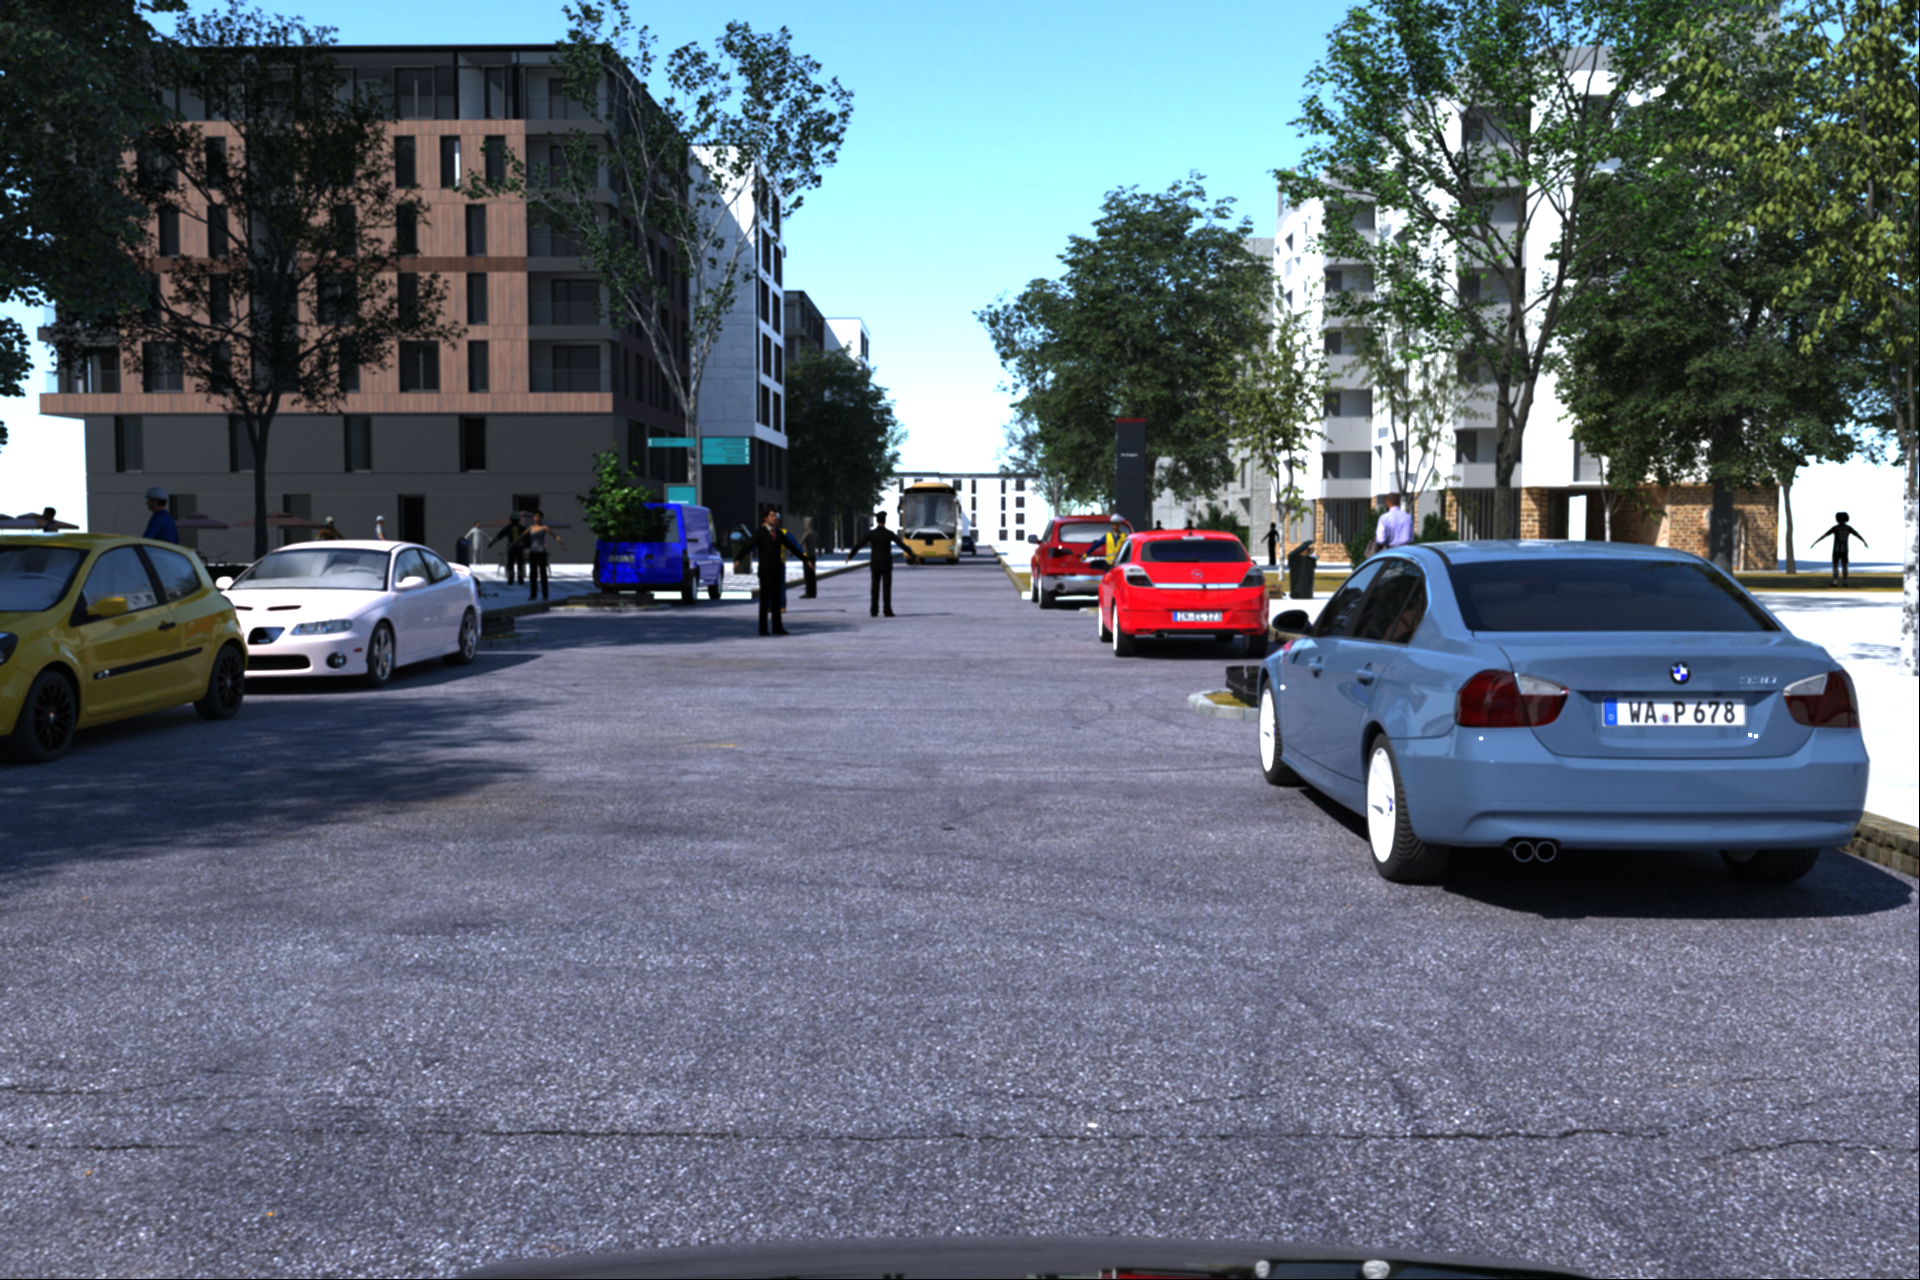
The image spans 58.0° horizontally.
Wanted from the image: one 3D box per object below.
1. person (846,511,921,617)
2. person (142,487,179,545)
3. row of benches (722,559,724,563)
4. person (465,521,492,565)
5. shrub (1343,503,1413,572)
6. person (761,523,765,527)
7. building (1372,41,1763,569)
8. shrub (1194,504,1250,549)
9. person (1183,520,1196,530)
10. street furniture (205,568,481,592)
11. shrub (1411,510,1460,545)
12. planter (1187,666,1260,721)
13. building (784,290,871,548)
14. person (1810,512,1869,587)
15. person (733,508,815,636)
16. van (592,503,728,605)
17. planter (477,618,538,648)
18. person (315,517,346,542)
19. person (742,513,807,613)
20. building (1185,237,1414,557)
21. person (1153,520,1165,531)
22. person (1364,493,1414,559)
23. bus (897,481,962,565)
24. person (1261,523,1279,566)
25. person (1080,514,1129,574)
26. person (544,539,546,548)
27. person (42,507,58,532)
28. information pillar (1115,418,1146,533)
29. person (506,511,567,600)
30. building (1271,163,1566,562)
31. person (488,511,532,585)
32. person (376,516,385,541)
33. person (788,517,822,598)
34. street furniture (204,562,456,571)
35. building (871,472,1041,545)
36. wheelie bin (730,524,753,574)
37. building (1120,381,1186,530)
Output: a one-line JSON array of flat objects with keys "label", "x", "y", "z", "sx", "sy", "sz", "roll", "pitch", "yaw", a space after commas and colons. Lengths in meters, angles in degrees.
[{"label": "person", "x": -1.354, "y": -1.321, "z": 29.990, "sx": 1.347, "sy": 1.837, "sz": 0.705, "roll": 1, "pitch": 4, "yaw": 12}, {"label": "person", "x": -9.635, "y": -0.911, "z": 20.782, "sx": 0.705, "sy": 1.842, "sz": 1.347, "roll": 0, "pitch": 4, "yaw": -3}, {"label": "row of benches", "x": -8.498, "y": -2.139, "z": 50.431, "sx": 1.422, "sy": 0.672, "sz": 4.104, "roll": 2, "pitch": 4, "yaw": 34}, {"label": "person", "x": -19.707, "y": -3.952, "z": 70.808, "sx": 1.347, "sy": 1.806, "sz": 0.705, "roll": -3, "pitch": 5, "yaw": -39}, {"label": "shrub", "x": 10.091, "y": -2.278, "z": 41.661, "sx": 1.690, "sy": 2.028, "sz": 1.600, "roll": 0, "pitch": 3, "yaw": 0}, {"label": "person", "x": -8.771, "y": -4.352, "z": 77.427, "sx": 0.705, "sy": 1.796, "sz": 1.348, "roll": 0, "pitch": 4, "yaw": 2}, {"label": "building", "x": 22.878, "y": -13.247, "z": 73.002, "sx": 16.016, "sy": 20.090, "sz": 11.380, "roll": 0, "pitch": 4, "yaw": 1}, {"label": "shrub", "x": 6.113, "y": -2.249, "z": 41.192, "sx": 1.690, "sy": 2.028, "sz": 1.600, "roll": 0, "pitch": 3, "yaw": 0}, {"label": "person", "x": 8.235, "y": -3.415, "z": 62.062, "sx": 1.346, "sy": 1.802, "sz": 0.704, "roll": 1, "pitch": 4, "yaw": 14}, {"label": "street furniture", "x": -16.079, "y": -1.407, "z": 38.639, "sx": 10.072, "sy": 0.657, "sz": 5.734, "roll": 0, "pitch": 4, "yaw": -5}, {"label": "shrub", "x": 14.623, "y": -2.998, "z": 53.438, "sx": 1.690, "sy": 2.028, "sz": 1.600, "roll": 0, "pitch": 3, "yaw": 0}, {"label": "planter", "x": 2.898, "y": 0.428, "z": 14.144, "sx": 1.991, "sy": 0.319, "sz": 1.994, "roll": 0, "pitch": 4, "yaw": 0}, {"label": "building", "x": -23.362, "y": -19.440, "z": 161.826, "sx": 27.936, "sy": 21.610, "sz": 32.646, "roll": 0, "pitch": 4, "yaw": 1}, {"label": "person", "x": 21.417, "y": -2.201, "z": 42.136, "sx": 1.345, "sy": 1.843, "sz": 0.704, "roll": 1, "pitch": 4, "yaw": 8}, {"label": "person", "x": -2.673, "y": -0.975, "z": 24.578, "sx": 1.347, "sy": 1.806, "sz": 0.705, "roll": -3, "pitch": 5, "yaw": -39}, {"label": "van", "x": -6.258, "y": -1.974, "z": 36.662, "sx": 2.240, "sy": 2.365, "sz": 5.245, "roll": 0, "pitch": 4, "yaw": 1}, {"label": "planter", "x": -6.664, "y": -0.098, "z": 22.745, "sx": 1.991, "sy": 0.319, "sz": 1.994, "roll": 0, "pitch": 4, "yaw": 1}, {"label": "person", "x": -21.056, "y": -3.191, "z": 57.945, "sx": 0.705, "sy": 1.858, "sz": 1.354, "roll": 2, "pitch": 4, "yaw": 33}, {"label": "person", "x": -3.361, "y": -1.411, "z": 31.489, "sx": 1.349, "sy": 1.833, "sz": 0.705, "roll": 1, "pitch": 4, "yaw": 14}, {"label": "building", "x": 24.792, "y": -15.009, "z": 111.857, "sx": 16.747, "sy": 18.905, "sz": 31.486, "roll": 0, "pitch": 4, "yaw": 1}, {"label": "person", "x": 7.645, "y": -3.712, "z": 66.836, "sx": 1.346, "sy": 1.812, "sz": 0.704, "roll": -1, "pitch": 4, "yaw": -10}, {"label": "person", "x": 5.809, "y": -1.074, "z": 23.467, "sx": 0.709, "sy": 1.838, "sz": 0.599, "roll": -1, "pitch": 4, "yaw": -18}, {"label": "bus", "x": -1.274, "y": -5.651, "z": 83.936, "sx": 2.896, "sy": 3.916, "sz": 12.252, "roll": 0, "pitch": 4, "yaw": 1}, {"label": "person", "x": 12.572, "y": -3.876, "z": 70.086, "sx": 1.216, "sy": 1.740, "sz": 0.721, "roll": -3, "pitch": 5, "yaw": -45}, {"label": "person", "x": 2.637, "y": -1.249, "z": 29.335, "sx": 1.216, "sy": 1.772, "sz": 0.721, "roll": 0, "pitch": 4, "yaw": 7}, {"label": "person", "x": -15.944, "y": -3.496, "z": 66.418, "sx": 0.599, "sy": 1.433, "sz": 0.991, "roll": -1, "pitch": 4, "yaw": -15}, {"label": "person", "x": -17.822, "y": -1.696, "z": 33.892, "sx": 0.704, "sy": 1.807, "sz": 1.345, "roll": -2, "pitch": 4, "yaw": -31}, {"label": "information pillar", "x": 3.838, "y": -3.039, "z": 39.060, "sx": 0.750, "sy": 3.857, "sz": 0.750, "roll": 0, "pitch": 4, "yaw": 0}, {"label": "person", "x": -8.174, "y": -1.630, "z": 33.467, "sx": 1.217, "sy": 1.737, "sz": 0.721, "roll": 0, "pitch": 4, "yaw": 5}, {"label": "building", "x": 21.700, "y": -14.317, "z": 90.508, "sx": 16.016, "sy": 20.090, "sz": 11.380, "roll": 0, "pitch": 4, "yaw": 1}, {"label": "person", "x": -11.221, "y": -2.320, "z": 43.709, "sx": 1.354, "sy": 1.856, "sz": 0.705, "roll": -1, "pitch": 4, "yaw": -15}, {"label": "person", "x": -18.239, "y": -2.984, "z": 54.638, "sx": 0.705, "sy": 1.847, "sz": 1.347, "roll": -2, "pitch": 4, "yaw": -23}, {"label": "person", "x": -3.387, "y": -1.839, "z": 38.649, "sx": 0.705, "sy": 1.813, "sz": 1.348, "roll": 2, "pitch": 4, "yaw": 25}, {"label": "street furniture", "x": -18.672, "y": -1.856, "z": 45.965, "sx": 10.072, "sy": 0.657, "sz": 5.734, "roll": 0, "pitch": 4, "yaw": 2}, {"label": "building", "x": -3.145, "y": -17.700, "z": 233.993, "sx": 28.070, "sy": 9.664, "sz": 9.099, "roll": 0, "pitch": 4, "yaw": -4}, {"label": "wheelie bin", "x": -6.959, "y": -2.900, "z": 55.326, "sx": 0.693, "sy": 1.594, "sz": 0.980, "roll": 0, "pitch": 4, "yaw": 1}, {"label": "building", "x": 26.050, "y": -19.015, "z": 177.356, "sx": 16.747, "sy": 18.905, "sz": 31.486, "roll": 0, "pitch": 4, "yaw": 1}]
